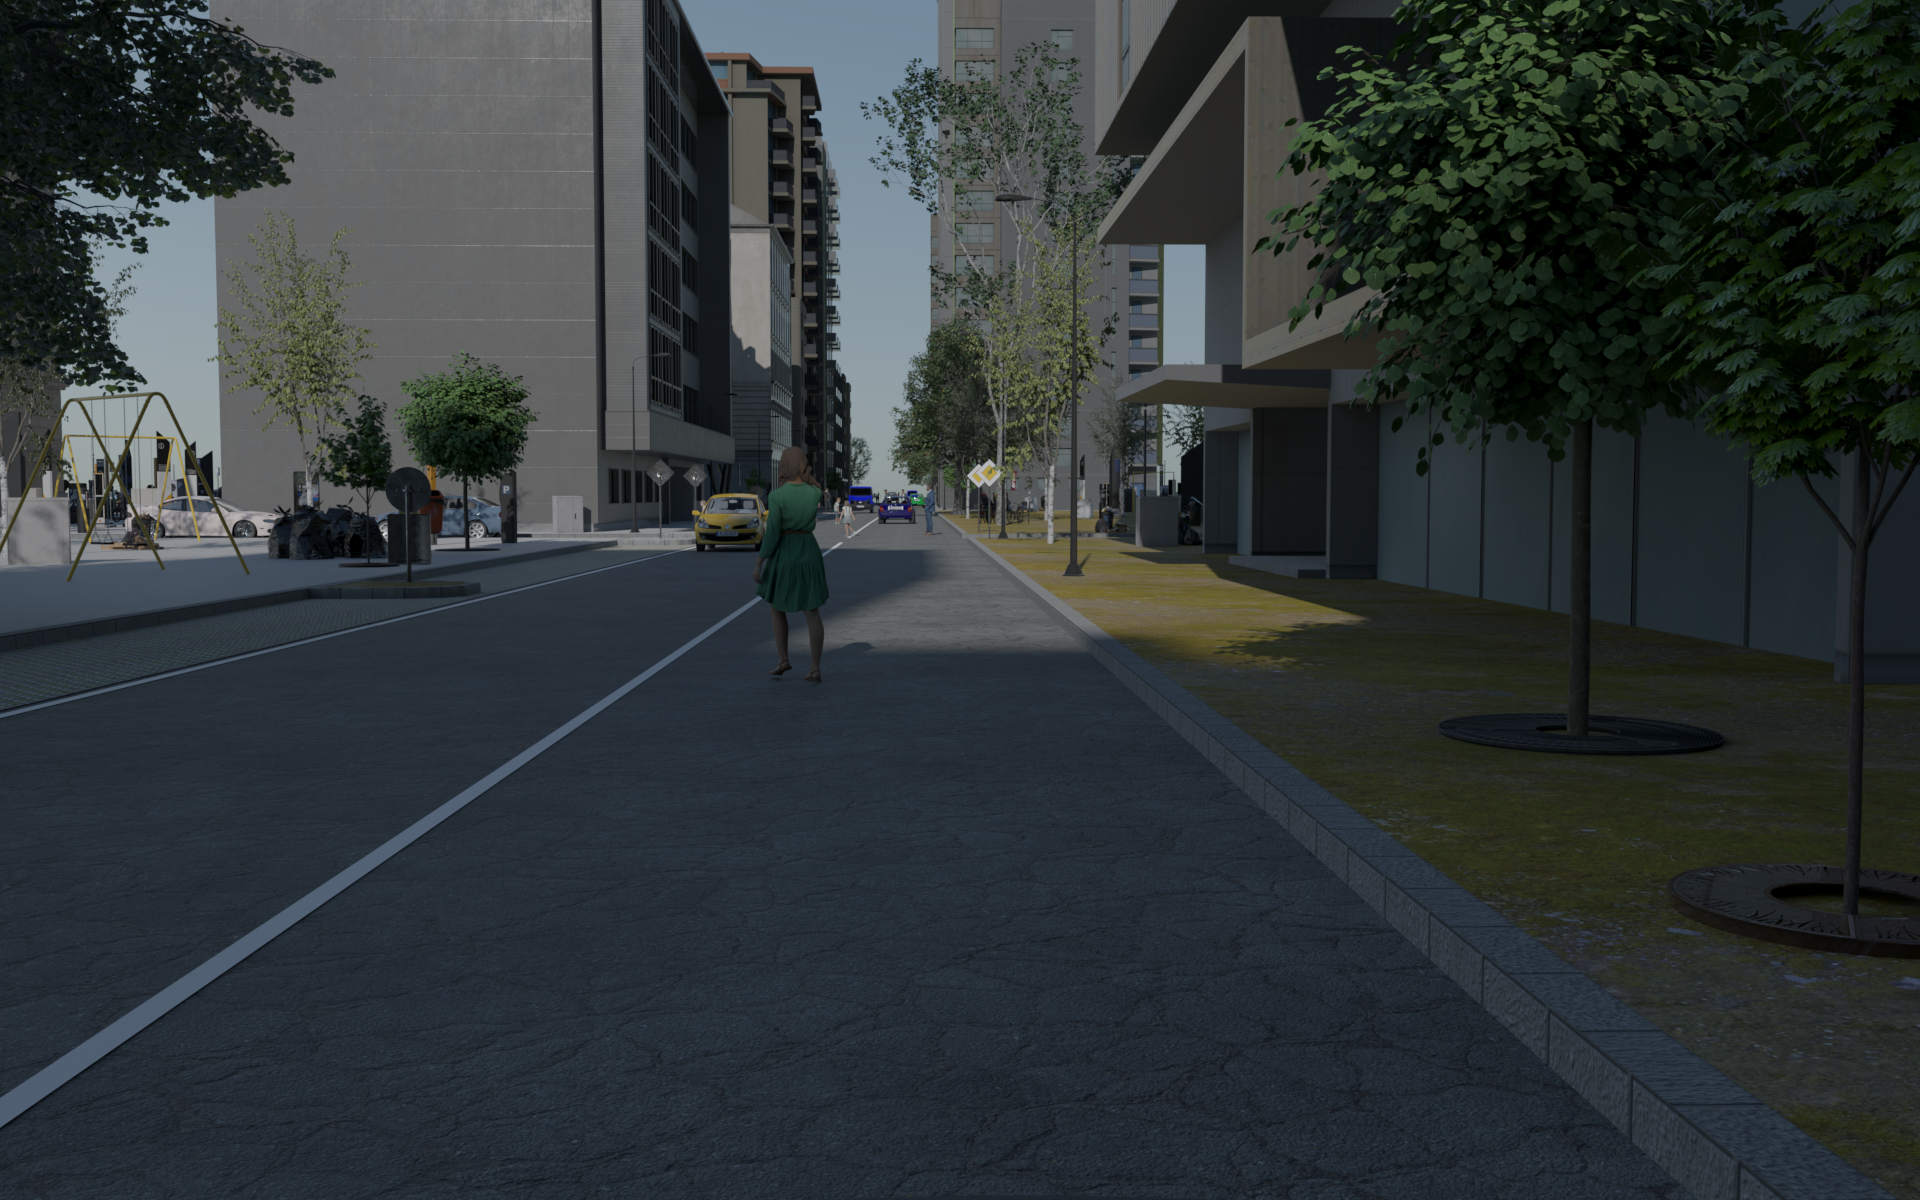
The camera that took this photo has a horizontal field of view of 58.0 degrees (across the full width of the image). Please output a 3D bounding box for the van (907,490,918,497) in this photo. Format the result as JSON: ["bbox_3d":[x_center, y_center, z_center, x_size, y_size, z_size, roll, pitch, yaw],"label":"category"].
[{"bbox_3d":[-7.817,-17.035,282.904,2.240,2.365,5.245,0,4,-2],"label":"van"}]

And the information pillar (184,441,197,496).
[{"bbox_3d":[-33.720,-5.177,75.997,0.504,3.616,0.183,0,4,-7],"label":"information pillar"}]

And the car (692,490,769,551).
[{"bbox_3d":[-5.807,-2.099,44.540,2.015,1.641,3.980,0,4,-2],"label":"car"}]

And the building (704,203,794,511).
[{"bbox_3d":[-17.021,-16.576,120.171,9.793,20.994,18.267,0,4,-2],"label":"building"}]

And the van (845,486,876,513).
[{"bbox_3d":[-7.413,-7.668,129.754,2.240,2.365,5.245,0,4,-2],"label":"van"}]

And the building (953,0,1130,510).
[{"bbox_3d":[6.410,-28.151,143.859,14.154,41.232,14.086,0,4,-2],"label":"building"}]

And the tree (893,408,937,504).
[{"bbox_3d":[-3.307,-19.012,217.504,9.857,13.997,8.962,0,3,0],"label":"tree"}]

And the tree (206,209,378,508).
[{"bbox_3d":[-16.921,-5.765,44.613,4.737,8.622,4.395,0,3,0],"label":"tree"}]

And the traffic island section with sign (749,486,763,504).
[{"bbox_3d":[-9.425,-4.388,80.371,1.989,1.847,2.006,0,4,-2],"label":"traffic island section with sign"}]

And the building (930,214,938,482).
[{"bbox_3d":[2.673,-34.900,254.202,14.154,41.232,14.086,0,4,-2],"label":"building"}]

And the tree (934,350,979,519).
[{"bbox_3d":[0.534,-8.485,89.085,4.360,8.622,3.978,0,3,0],"label":"tree"}]

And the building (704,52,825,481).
[{"bbox_3d":[-25.234,-31.824,174.947,22.147,44.769,28.867,0,4,-2],"label":"building"}]

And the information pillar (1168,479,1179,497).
[{"bbox_3d":[10.672,-5.057,87.180,0.304,2.012,0.304,3,5,43],"label":"information pillar"}]

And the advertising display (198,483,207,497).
[{"bbox_3d":[-43.495,-5.712,98.604,0.123,1.923,0.974,2,4,34],"label":"advertising display"}]

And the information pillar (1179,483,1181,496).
[{"bbox_3d":[13.997,-6.452,109.989,0.304,2.012,0.304,3,4,38],"label":"information pillar"}]

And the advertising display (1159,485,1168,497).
[{"bbox_3d":[14.724,-7.310,124.727,0.123,1.923,0.974,-2,4,-34],"label":"advertising display"}]

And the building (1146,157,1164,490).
[{"bbox_3d":[8.733,-38.110,165.091,21.231,58.520,28.212,0,4,-2],"label":"building"}]

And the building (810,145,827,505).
[{"bbox_3d":[-22.698,-31.419,197.292,14.154,41.232,14.086,0,4,-2],"label":"building"}]

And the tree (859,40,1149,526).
[{"bbox_3d":[3.069,-13.132,70.599,12.611,20.169,13.585,0,3,0],"label":"tree"}]

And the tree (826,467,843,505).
[{"bbox_3d":[-15.573,-13.775,208.926,4.285,4.588,4.351,0,3,0],"label":"tree"}]

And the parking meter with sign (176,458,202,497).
[{"bbox_3d":[-36.880,-5.268,82.385,0.543,3.016,1.738,1,4,19],"label":"parking meter with sign"}]

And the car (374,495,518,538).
[{"bbox_3d":[-16.146,-2.576,54.114,4.499,1.417,2.014,0,4,0],"label":"car"}]

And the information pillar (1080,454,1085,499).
[{"bbox_3d":[7.202,-6.764,101.953,0.183,3.616,0.504,-2,4,-24],"label":"information pillar"}]

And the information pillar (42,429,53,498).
[{"bbox_3d":[-32.851,-4.343,62.363,0.504,3.616,0.183,2,4,33],"label":"information pillar"}]

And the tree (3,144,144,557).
[{"bbox_3d":[-19.121,-5.171,34.914,4.360,8.622,3.978,0,3,0],"label":"tree"}]

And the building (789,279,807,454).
[{"bbox_3d":[-27.695,-18.445,146.615,27.650,21.520,28.899,0,4,-2],"label":"building"}]

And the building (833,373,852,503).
[{"bbox_3d":[-30.770,-25.492,261.826,27.650,21.520,28.899,0,4,-2],"label":"building"}]

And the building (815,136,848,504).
[{"bbox_3d":[-27.308,-37.397,231.049,23.786,49.044,30.456,0,4,-2],"label":"building"}]

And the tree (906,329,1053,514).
[{"bbox_3d":[1.201,-9.963,97.313,8.767,10.594,7.601,0,4,-1],"label":"tree"}]

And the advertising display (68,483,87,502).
[{"bbox_3d":[-50.851,-5.789,99.864,0.974,1.923,0.123,-1,4,-12],"label":"advertising display"}]

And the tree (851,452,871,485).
[{"bbox_3d":[-16.799,-20.160,279.978,4.737,8.622,4.395,0,3,0],"label":"tree"}]

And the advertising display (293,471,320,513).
[{"bbox_3d":[-18.519,-2.685,49.114,0.123,1.923,0.974,1,4,18],"label":"advertising display"}]

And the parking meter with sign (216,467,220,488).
[{"bbox_3d":[-48.823,-7.079,111.999,1.738,3.016,0.543,-3,5,-40],"label":"parking meter with sign"}]

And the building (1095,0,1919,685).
[{"bbox_3d":[16.670,-26.594,24.057,28.713,52.752,27.495,0,4,-2],"label":"building"}]

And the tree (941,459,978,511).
[{"bbox_3d":[0.121,-9.250,134.949,4.285,4.588,4.351,0,3,0],"label":"tree"}]

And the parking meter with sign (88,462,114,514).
[{"bbox_3d":[-46.737,-5.961,93.731,1.738,3.016,0.543,0,4,-7],"label":"parking meter with sign"}]

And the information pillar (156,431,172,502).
[{"bbox_3d":[-29.491,-4.453,64.155,0.183,3.616,0.504,3,5,41],"label":"information pillar"}]

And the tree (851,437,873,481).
[{"bbox_3d":[-18.316,-22.376,291.602,9.928,11.665,9.643,0,3,0],"label":"tree"}]

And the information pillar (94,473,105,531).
[{"bbox_3d":[-30.062,-3.426,60.502,0.304,2.012,0.304,-2,4,-27],"label":"information pillar"}]

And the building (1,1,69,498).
[{"bbox_3d":[-47.051,-16.825,62.482,23.554,28.519,14.401,0,4,-2],"label":"building"}]

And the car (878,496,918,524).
[{"bbox_3d":[-3.046,-4.372,84.062,1.945,1.354,3.894,0,4,0],"label":"car"}]

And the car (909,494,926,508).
[{"bbox_3d":[-4.477,-10.387,178.625,1.959,1.807,4.718,0,4,-3],"label":"car"}]

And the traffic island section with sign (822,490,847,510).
[{"bbox_3d":[-11.506,-9.086,157.188,1.989,1.847,2.006,0,4,-2],"label":"traffic island section with sign"}]

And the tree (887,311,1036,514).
[{"bbox_3d":[-0.049,-11.742,108.988,9.611,12.733,9.660,0,3,0],"label":"tree"}]

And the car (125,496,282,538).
[{"bbox_3d":[-23.295,-2.529,53.714,4.827,1.381,2.083,0,4,0],"label":"car"}]

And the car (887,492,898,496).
[{"bbox_3d":[-11.373,-17.152,289.100,2.281,1.827,5.304,0,4,-3],"label":"car"}]

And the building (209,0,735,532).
[{"bbox_3d":[-18.069,-15.489,72.309,14.314,24.678,30.058,0,4,-2],"label":"building"}]

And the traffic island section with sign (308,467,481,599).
[{"bbox_3d":[-7.904,-0.970,24.489,1.989,1.847,2.006,0,4,-2],"label":"traffic island section with sign"}]

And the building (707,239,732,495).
[{"bbox_3d":[-21.334,-14.011,96.540,16.820,18.784,16.811,0,4,-2],"label":"building"}]

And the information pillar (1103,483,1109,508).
[{"bbox_3d":[9.913,-6.894,117.205,0.304,2.012,0.304,-3,5,-44],"label":"information pillar"}]
